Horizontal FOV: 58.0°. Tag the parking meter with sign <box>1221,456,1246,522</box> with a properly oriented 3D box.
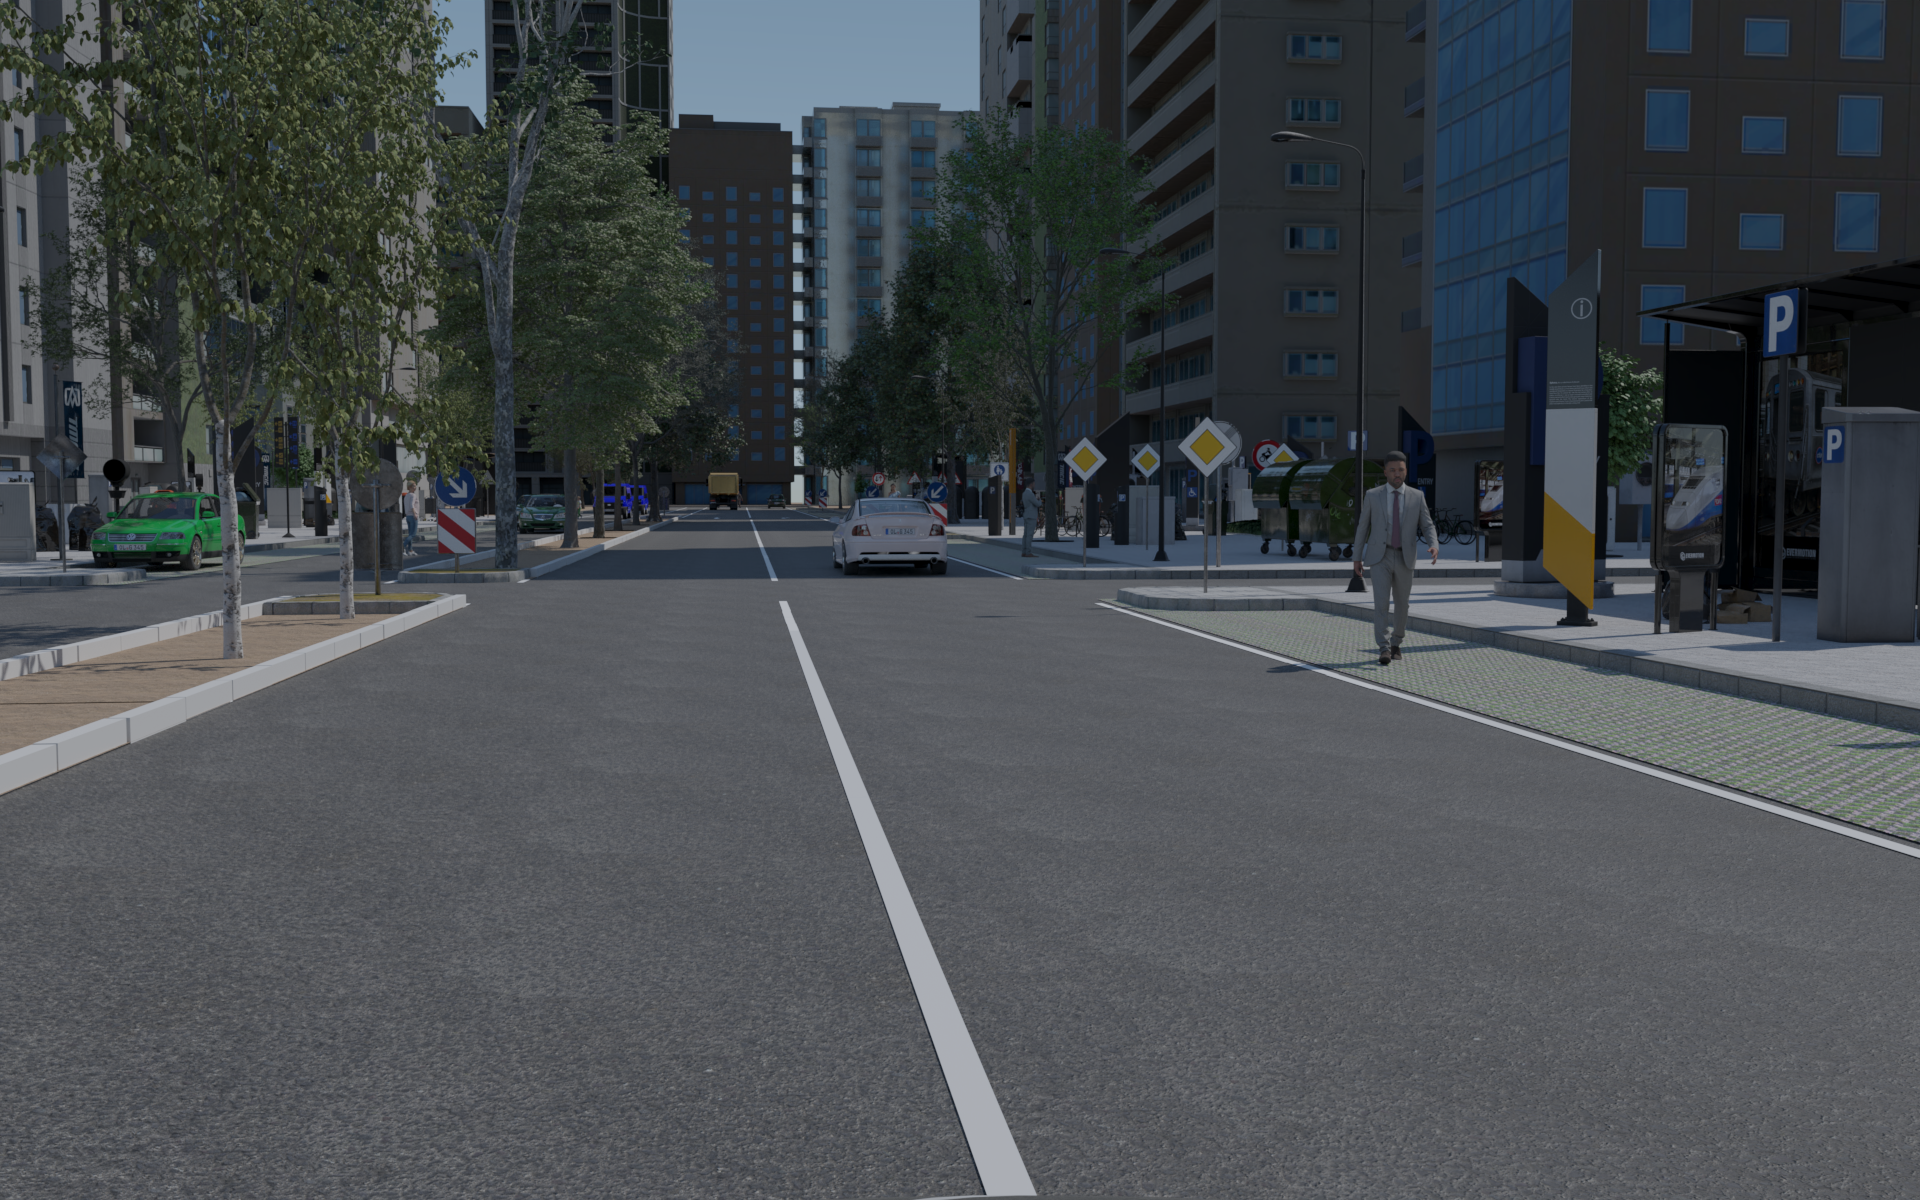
[{"bbox_3d":[12.239,-5.095,79.562,1.738,3.016,0.543,-1,4,-18],"label":"parking meter with sign"}]

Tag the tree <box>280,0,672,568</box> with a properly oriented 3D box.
[{"bbox_3d":[-10.012,-10.701,33.310,12.611,20.169,13.585,0,3,0],"label":"tree"}]

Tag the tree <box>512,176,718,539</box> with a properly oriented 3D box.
[{"bbox_3d":[-11.500,-7.775,55.328,9.928,11.665,9.643,0,3,0],"label":"tree"}]

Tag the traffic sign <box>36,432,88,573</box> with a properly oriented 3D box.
[{"bbox_3d":[-14.631,-1.505,28.245,0.795,2.450,0.064,0,4,-7],"label":"traffic sign"}]

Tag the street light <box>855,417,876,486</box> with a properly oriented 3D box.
[{"bbox_3d":[-5.621,-8.034,103.890,1.470,5.913,1.316,0,4,-7],"label":"street light"}]

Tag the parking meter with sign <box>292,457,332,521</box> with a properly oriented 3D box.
[{"bbox_3d":[-30.806,-5.271,82.435,0.543,3.016,1.738,3,5,40],"label":"parking meter with sign"}]

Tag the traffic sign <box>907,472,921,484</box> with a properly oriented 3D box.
[{"bbox_3d":[-2.469,-5.783,94.550,0.884,2.594,0.081,0,4,-2],"label":"traffic sign"}]

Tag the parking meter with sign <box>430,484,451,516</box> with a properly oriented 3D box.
[{"bbox_3d":[-30.650,-6.432,101.419,1.738,3.016,0.543,-3,5,-40],"label":"parking meter with sign"}]

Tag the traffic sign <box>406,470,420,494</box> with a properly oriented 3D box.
[{"bbox_3d":[-28.942,-5.603,91.715,0.768,2.556,0.104,0,4,-3],"label":"traffic sign"}]

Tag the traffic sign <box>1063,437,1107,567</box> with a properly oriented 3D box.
[{"bbox_3d":[2.183,-1.633,30.341,0.795,2.450,0.064,0,4,-7],"label":"traffic sign"}]

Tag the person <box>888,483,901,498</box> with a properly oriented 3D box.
[{"bbox_3d":[-2.350,-3.203,60.956,0.616,1.811,0.778,2,4,26],"label":"person"}]

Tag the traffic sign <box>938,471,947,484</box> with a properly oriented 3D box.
[{"bbox_3d":[-0.964,-5.749,93.993,0.884,2.594,0.081,0,4,-3],"label":"traffic sign"}]

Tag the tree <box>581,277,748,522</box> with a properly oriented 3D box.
[{"bbox_3d":[-15.761,-10.372,89.053,9.611,12.733,9.660,0,3,0],"label":"tree"}]

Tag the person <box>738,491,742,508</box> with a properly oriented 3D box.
[{"bbox_3d":[-23.030,-10.442,179.773,0.990,1.755,0.434,1,4,18],"label":"person"}]

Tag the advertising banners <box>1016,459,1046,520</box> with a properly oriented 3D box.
[{"bbox_3d":[3.569,-5.478,85.755,2.074,3.025,0.090,-2,4,-33],"label":"advertising banners"}]

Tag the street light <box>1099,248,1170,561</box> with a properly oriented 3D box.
[{"bbox_3d":[3.315,-3.692,32.903,1.470,5.913,1.316,0,4,-7],"label":"street light"}]

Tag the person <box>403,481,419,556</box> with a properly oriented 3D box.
[{"bbox_3d":[-12.738,-1.887,40.022,0.731,1.740,0.598,3,5,39],"label":"person"}]

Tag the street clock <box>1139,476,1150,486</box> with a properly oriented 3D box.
[{"bbox_3d":[7.328,-3.952,69.189,0.358,2.002,0.471,-3,4,-37],"label":"street clock"}]

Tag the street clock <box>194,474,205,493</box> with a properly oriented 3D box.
[{"bbox_3d":[-27.024,-3.486,61.569,0.358,2.002,0.471,-2,4,-29],"label":"street clock"}]

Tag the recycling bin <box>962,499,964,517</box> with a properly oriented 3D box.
[{"bbox_3d":[-0.261,-5.230,98.065,0.722,1.027,0.722,3,5,41],"label":"recycling bin"}]

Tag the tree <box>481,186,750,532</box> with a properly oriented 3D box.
[{"bbox_3d":[-13.128,-9.381,66.201,12.009,13.543,11.850,0,3,0],"label":"tree"}]

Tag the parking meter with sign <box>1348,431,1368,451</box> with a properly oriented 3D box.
[{"bbox_3d":[11.295,-3.190,48.412,0.543,3.016,1.738,2,4,26],"label":"parking meter with sign"}]

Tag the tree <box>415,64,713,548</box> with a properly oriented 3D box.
[{"bbox_3d":[-10.489,-7.671,46.011,7.486,12.596,7.792,0,3,0],"label":"tree"}]

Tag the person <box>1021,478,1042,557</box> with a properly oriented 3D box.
[{"bbox_3d":[1.637,-1.860,39.097,0.466,1.800,0.511,-2,4,-29],"label":"person"}]

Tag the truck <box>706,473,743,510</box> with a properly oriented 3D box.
[{"bbox_3d":[-21.601,-9.941,158.454,3.469,3.379,9.791,0,4,-7],"label":"truck"}]

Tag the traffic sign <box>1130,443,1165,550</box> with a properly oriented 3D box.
[{"bbox_3d":[4.279,-2.350,39.609,0.795,2.450,0.064,0,4,-5],"label":"traffic sign"}]

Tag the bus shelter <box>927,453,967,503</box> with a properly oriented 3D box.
[{"bbox_3d":[-0.763,-6.752,101.685,1.731,3.624,6.357,0,4,-7],"label":"bus shelter"}]

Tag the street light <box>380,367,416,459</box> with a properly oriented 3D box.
[{"bbox_3d":[-20.582,-5.554,63.355,1.470,5.913,1.316,0,4,-7],"label":"street light"}]

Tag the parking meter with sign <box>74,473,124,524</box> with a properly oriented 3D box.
[{"bbox_3d":[-30.763,-4.019,61.978,1.738,3.016,0.543,-1,4,-11],"label":"parking meter with sign"}]

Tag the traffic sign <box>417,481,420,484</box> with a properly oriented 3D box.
[{"bbox_3d":[-29.498,-5.712,93.504,0.768,2.556,0.104,0,4,-4],"label":"traffic sign"}]

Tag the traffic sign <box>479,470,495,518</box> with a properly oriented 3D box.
[{"bbox_3d":[-25.416,-5.699,93.190,0.884,2.594,0.081,0,4,-6],"label":"traffic sign"}]

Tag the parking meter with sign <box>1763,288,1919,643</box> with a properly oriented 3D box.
[{"bbox_3d":[7.920,-1.147,15.015,1.738,3.016,0.543,0,4,-3],"label":"parking meter with sign"}]

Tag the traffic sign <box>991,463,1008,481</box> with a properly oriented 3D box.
[{"bbox_3d":[1.273,-3.296,56.023,0.606,2.300,0.079,0,4,-2],"label":"traffic sign"}]

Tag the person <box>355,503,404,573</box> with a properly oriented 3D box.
[{"bbox_3d":[-10.373,-1.377,30.992,0.713,1.824,0.794,2,4,35],"label":"person"}]

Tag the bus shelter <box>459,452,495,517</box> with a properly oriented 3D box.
[{"bbox_3d":[-27.501,-6.639,99.825,1.731,3.624,6.357,0,4,-7],"label":"bus shelter"}]

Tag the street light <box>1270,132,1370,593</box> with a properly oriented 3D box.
[{"bbox_3d":[4.669,-3.053,22.453,1.470,5.913,1.316,0,4,-7],"label":"street light"}]

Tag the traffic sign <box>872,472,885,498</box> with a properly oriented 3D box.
[{"bbox_3d":[-4.721,-6.148,100.623,0.768,2.556,0.104,0,4,-4],"label":"traffic sign"}]

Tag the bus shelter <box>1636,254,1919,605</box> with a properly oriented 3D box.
[{"bbox_3d":[9.962,-1.727,19.514,1.731,3.624,6.357,0,4,-7],"label":"bus shelter"}]

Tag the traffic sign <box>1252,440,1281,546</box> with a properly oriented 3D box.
[{"bbox_3d":[7.224,-2.482,40.680,0.768,2.556,0.104,0,4,1],"label":"traffic sign"}]

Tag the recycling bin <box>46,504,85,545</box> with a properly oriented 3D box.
[{"bbox_3d":[-22.782,-1.938,44.246,0.722,1.027,0.722,1,4,14],"label":"recycling bin"}]

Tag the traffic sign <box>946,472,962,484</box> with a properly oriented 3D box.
[{"bbox_3d":[-0.322,-5.675,92.795,0.884,2.594,0.081,0,4,-5],"label":"traffic sign"}]

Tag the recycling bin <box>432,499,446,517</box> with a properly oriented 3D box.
[{"bbox_3d":[-29.402,-5.205,97.655,0.722,1.027,0.722,-1,4,-12],"label":"recycling bin"}]

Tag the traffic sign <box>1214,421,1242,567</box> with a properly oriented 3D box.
[{"bbox_3d":[4.532,-1.847,30.306,0.768,2.556,0.104,0,4,-4],"label":"traffic sign"}]

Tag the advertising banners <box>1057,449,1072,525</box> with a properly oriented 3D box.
[{"bbox_3d":[4.088,-4.338,67.107,0.090,3.025,2.074,1,4,20],"label":"advertising banners"}]

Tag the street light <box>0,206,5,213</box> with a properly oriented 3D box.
[{"bbox_3d":[-16.037,-3.385,27.886,1.470,5.913,1.316,0,4,-7],"label":"street light"}]

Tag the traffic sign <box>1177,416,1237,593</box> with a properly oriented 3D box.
[{"bbox_3d":[3.184,-1.148,22.418,0.795,2.450,0.064,0,4,-7],"label":"traffic sign"}]

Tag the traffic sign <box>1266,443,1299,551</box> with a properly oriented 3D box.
[{"bbox_3d":[7.271,-2.312,38.987,0.795,2.450,0.064,0,4,-3],"label":"traffic sign"}]

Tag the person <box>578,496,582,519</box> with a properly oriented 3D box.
[{"bbox_3d":[-22.052,-5.357,100.330,0.306,1.304,0.590,1,4,21],"label":"person"}]

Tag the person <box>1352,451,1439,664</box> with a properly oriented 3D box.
[{"bbox_3d":[3.678,-0.360,14.666,0.678,1.792,0.850,0,4,8],"label":"person"}]

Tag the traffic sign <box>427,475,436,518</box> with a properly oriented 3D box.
[{"bbox_3d":[-28.185,-5.669,92.797,0.768,2.556,0.104,0,4,-4],"label":"traffic sign"}]

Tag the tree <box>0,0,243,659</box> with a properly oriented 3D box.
[{"bbox_3d":[-6.227,-3.773,14.514,4.737,8.622,4.395,0,3,0],"label":"tree"}]

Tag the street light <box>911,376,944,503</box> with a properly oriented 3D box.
[{"bbox_3d":[-1.215,-5.849,68.171,1.470,5.913,1.316,0,4,-7],"label":"street light"}]

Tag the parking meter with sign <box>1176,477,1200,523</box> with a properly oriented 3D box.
[{"bbox_3d":[10.247,-4.944,77.101,1.738,3.016,0.543,-1,4,-20],"label":"parking meter with sign"}]
